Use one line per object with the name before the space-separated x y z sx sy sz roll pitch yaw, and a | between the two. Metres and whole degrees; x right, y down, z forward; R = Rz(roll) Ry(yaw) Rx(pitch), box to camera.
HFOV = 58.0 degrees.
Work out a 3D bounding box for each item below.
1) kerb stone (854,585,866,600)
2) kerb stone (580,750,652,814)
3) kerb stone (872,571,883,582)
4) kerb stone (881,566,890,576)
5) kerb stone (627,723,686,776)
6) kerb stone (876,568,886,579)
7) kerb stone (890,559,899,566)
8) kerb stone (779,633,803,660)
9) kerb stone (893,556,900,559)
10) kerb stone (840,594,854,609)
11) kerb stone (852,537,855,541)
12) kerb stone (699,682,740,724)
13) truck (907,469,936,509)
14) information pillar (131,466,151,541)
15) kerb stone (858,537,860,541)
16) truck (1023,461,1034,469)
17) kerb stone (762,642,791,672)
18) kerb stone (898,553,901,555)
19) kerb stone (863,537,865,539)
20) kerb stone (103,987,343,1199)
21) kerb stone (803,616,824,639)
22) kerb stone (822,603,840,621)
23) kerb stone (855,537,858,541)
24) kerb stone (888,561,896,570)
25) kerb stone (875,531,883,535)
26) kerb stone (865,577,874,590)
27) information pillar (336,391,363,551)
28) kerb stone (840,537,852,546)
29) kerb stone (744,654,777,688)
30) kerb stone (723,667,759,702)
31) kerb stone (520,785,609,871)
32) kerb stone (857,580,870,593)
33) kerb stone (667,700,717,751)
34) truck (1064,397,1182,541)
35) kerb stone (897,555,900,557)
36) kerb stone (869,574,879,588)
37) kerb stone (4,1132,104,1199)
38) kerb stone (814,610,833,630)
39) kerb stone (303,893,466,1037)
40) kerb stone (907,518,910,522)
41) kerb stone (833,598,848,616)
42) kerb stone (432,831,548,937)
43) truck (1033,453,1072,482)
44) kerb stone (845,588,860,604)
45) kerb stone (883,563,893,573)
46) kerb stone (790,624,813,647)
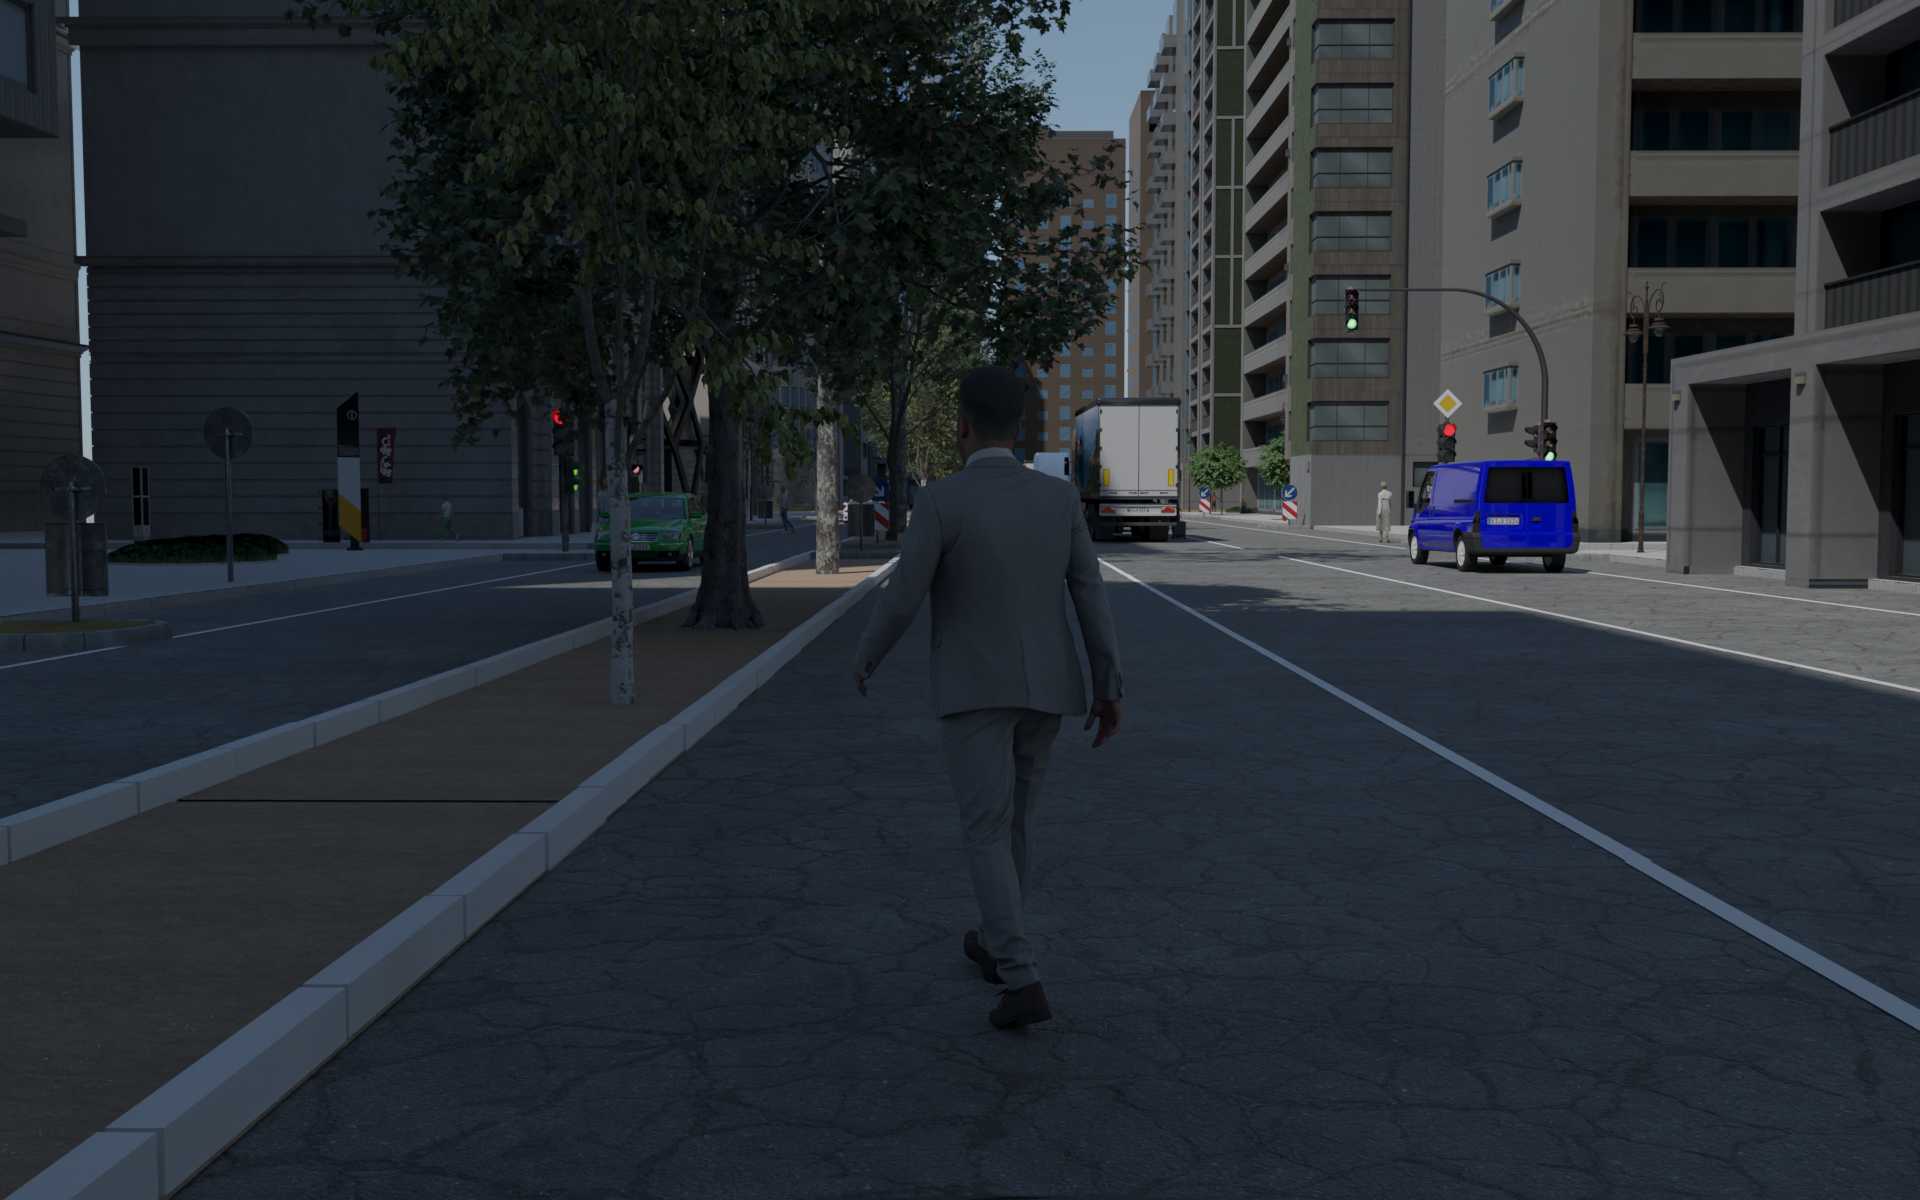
kerb stone | -1.409 -0.072 23.492 0.120 0.150 1.000 0 4 1
kerb stone | -1.611 0.862 8.103 0.120 0.150 1.000 0 4 1
kerb stone | -1.364 -0.327 27.591 0.120 0.150 1.000 0 4 1
kerb stone | -1.336 -0.450 29.636 0.120 0.150 1.000 0 4 1
kerb stone | -1.606 0.800 9.125 0.120 0.150 1.000 0 4 1
kerb stone | -1.350 -0.393 28.614 0.120 0.150 1.000 0 4 1
kerb stone | -1.294 -0.638 32.715 0.120 0.150 1.000 0 4 1
kerb stone | -1.515 0.424 15.268 0.120 0.150 1.000 0 4 1
kerb stone | -1.282 -0.706 33.737 0.120 0.150 1.000 0 4 1
kerb stone | -1.441 0.058 21.435 0.120 0.150 1.000 0 4 1
kerb stone | -3.182 -1.676 49.706 0.120 0.150 1.000 0 4 1
kerb stone | -1.564 0.674 11.171 0.120 0.150 1.000 0 4 1
truck | -3.817 -11.457 177.083 2.967 4.110 18.799 0 4 0
information pillar | -21.636 -2.524 45.754 0.304 2.012 0.304 1 4 14
kerb stone | -3.162 -1.806 51.757 0.120 0.150 1.000 0 4 1
truck | 6.698 -9.871 150.310 2.839 4.237 11.283 0 4 1
kerb stone | -1.530 0.486 14.241 0.120 0.150 1.000 0 4 1
kerb stone | -1.263 -0.831 35.784 0.120 0.150 1.000 0 4 1
kerb stone | -3.126 -1.933 53.805 0.120 0.150 1.000 0 4 1
kerb stone | -1.664 1.112 4.007 0.120 0.150 1.000 0 4 1
kerb stone | -1.494 0.298 17.318 0.120 0.150 1.000 0 4 1
kerb stone | -1.477 0.173 19.374 0.120 0.150 1.000 0 4 1
kerb stone | -3.168 -1.745 50.734 0.120 0.150 1.000 0 4 1
kerb stone | -1.308 -0.579 31.680 0.120 0.150 1.000 0 4 1
kerb stone | -3.003 -2.560 64.054 0.120 0.150 1.000 0 4 1
kerb stone | -1.390 -0.202 25.543 0.120 0.150 1.000 0 4 1
information pillar | -13.833 -2.929 39.238 0.504 3.616 0.183 -2 4 -28
kerb stone | -3.200 -1.620 48.680 0.120 0.150 1.000 0 4 1
kerb stone | -1.539 0.549 13.220 0.120 0.150 1.000 0 4 1
kerb stone | -1.558 0.611 12.198 0.120 0.150 1.000 0 4 1
kerb stone | -1.615 0.926 7.080 0.120 0.150 1.000 0 4 1
kerb stone | -1.403 -0.142 24.514 0.120 0.150 1.000 0 4 1
kerb stone | -1.578 0.737 10.148 0.120 0.150 1.000 0 4 1
truck | 5.106 -4.093 55.837 2.839 4.237 11.283 0 4 -1
kerb stone | -1.270 -0.769 34.762 0.120 0.150 1.000 0 4 1
kerb stone | -1.367 -0.267 26.567 0.120 0.150 1.000 0 4 1
kerb stone | -1.680 1.175 2.986 0.120 0.150 1.000 0 4 1
kerb stone | -1.481 0.239 18.344 0.120 0.150 1.000 0 4 1
kerb stone | -1.653 1.050 5.034 0.120 0.150 1.000 0 4 1
kerb stone | -2.631 -4.316 92.773 0.120 0.150 1.000 0 4 1
kerb stone | -1.449 0.109 20.406 0.120 0.150 1.000 0 4 1
kerb stone | -1.637 0.990 6.056 0.120 0.150 1.000 0 4 1
truck | 5.797 -7.163 106.880 2.967 4.110 18.799 0 4 2
kerb stone | -1.428 -0.014 22.457 0.120 0.150 1.000 0 4 1
kerb stone | -1.320 -0.518 30.658 0.120 0.150 1.000 0 4 1
kerb stone | -1.515 0.361 16.291 0.120 0.150 1.000 0 4 1
